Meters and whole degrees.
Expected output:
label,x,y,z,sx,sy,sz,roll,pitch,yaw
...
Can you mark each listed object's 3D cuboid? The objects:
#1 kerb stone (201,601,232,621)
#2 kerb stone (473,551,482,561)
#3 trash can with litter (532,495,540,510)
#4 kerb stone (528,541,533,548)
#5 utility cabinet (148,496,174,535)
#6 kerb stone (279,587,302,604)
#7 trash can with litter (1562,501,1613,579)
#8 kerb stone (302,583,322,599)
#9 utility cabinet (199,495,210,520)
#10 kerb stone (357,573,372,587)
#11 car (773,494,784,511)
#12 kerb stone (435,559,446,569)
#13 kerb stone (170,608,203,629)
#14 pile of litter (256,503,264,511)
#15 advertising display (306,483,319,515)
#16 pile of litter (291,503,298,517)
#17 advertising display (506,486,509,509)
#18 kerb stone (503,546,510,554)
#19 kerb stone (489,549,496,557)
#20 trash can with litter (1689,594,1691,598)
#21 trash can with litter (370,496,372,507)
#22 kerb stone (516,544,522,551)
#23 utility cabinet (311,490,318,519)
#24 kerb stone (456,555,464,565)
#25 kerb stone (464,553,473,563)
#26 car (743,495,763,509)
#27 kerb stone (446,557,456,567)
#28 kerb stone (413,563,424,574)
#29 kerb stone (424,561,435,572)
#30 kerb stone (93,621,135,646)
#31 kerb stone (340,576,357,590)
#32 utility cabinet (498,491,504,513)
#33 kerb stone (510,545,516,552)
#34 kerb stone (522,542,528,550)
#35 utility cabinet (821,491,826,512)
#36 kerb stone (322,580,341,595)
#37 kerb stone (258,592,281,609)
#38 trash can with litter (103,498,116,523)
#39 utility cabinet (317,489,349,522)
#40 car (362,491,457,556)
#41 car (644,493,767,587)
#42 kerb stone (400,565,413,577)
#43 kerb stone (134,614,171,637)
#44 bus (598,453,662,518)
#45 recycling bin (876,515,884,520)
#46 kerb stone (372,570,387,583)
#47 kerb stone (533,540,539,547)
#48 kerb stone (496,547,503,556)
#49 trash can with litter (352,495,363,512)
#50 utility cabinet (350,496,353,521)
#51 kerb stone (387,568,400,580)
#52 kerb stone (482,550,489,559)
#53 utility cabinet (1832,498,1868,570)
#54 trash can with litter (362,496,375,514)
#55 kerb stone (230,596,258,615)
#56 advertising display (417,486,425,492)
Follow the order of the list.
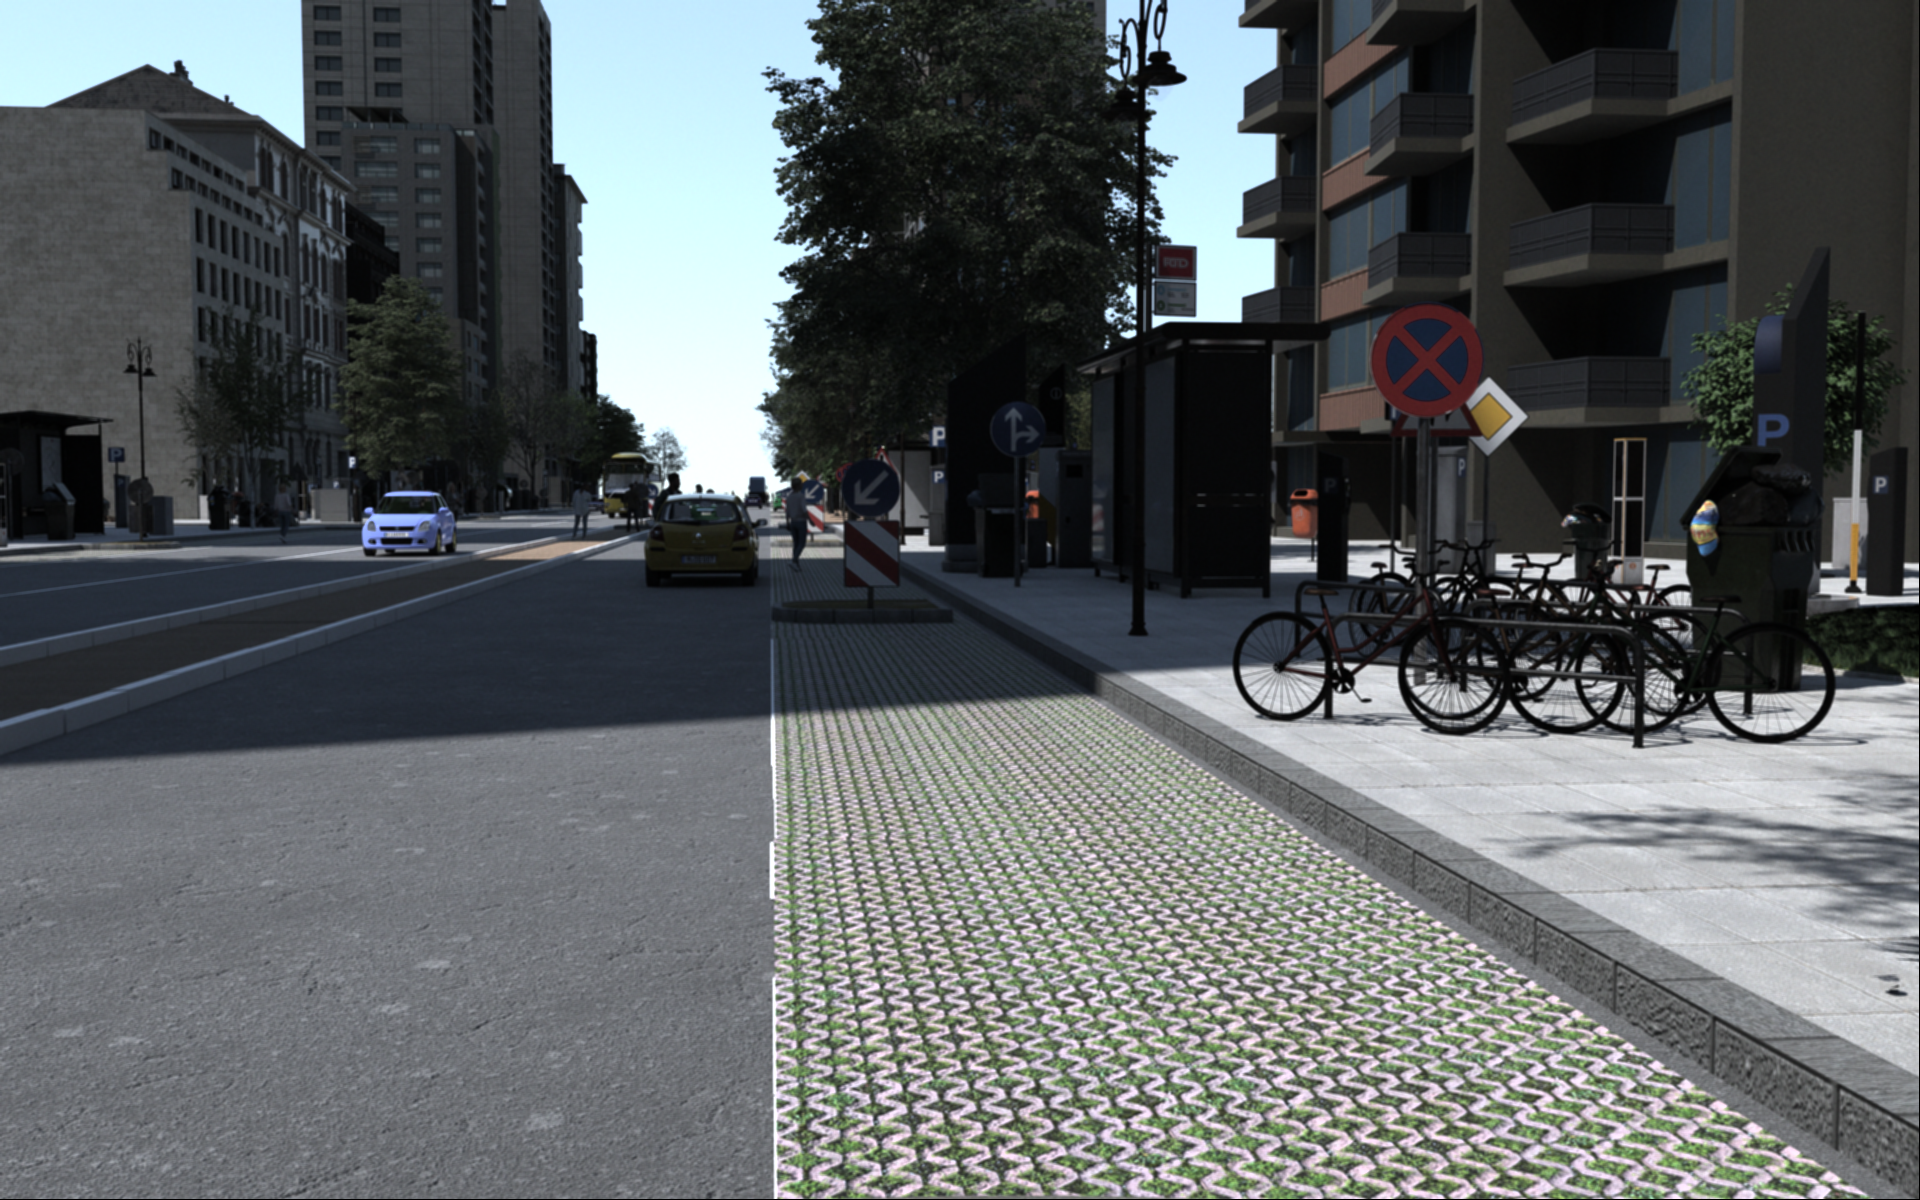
label,x,y,z,sx,sy,sz,roll,pitch,yaw
kerb stone,-8.561,0.152,19.772,0.120,0.150,1.000,0,4,-6
kerb stone,-10.451,-0.911,37.112,0.120,0.150,1.000,0,4,-6
trash can with litter,-35.556,-8.151,144.655,0.624,1.170,1.055,-1,4,-19
kerb stone,-11.349,-1.412,45.285,0.120,0.150,1.000,0,4,-6
utility cabinet,-25.009,-2.633,54.209,1.020,1.237,0.306,3,4,37
kerb stone,-8.904,-0.039,22.825,0.120,0.150,1.000,0,4,-6
trash can with litter,9.647,-0.905,26.182,1.055,1.170,0.624,-3,4,-36
kerb stone,-9.010,-0.101,23.842,0.120,0.150,1.000,0,4,-6
utility cabinet,-37.652,-4.612,86.563,1.020,1.237,0.306,3,5,45
kerb stone,-9.347,-0.285,26.896,0.120,0.150,1.000,0,4,-6
car,-14.552,-8.246,143.614,1.959,1.807,4.718,0,4,-5
kerb stone,-10.010,-0.663,33.036,0.120,0.150,1.000,0,4,-6
kerb stone,-8.451,0.213,18.748,0.120,0.150,1.000,0,4,-6
pile of litter,-35.798,-4.555,88.444,1.719,0.858,1.176,1,4,20
advertising display,-39.502,-6.144,105.662,0.123,1.923,0.974,1,4,20
pile of litter,-36.725,-5.002,95.755,1.176,0.858,1.719,-1,4,-12
advertising display,-34.731,-7.797,132.696,0.123,1.923,0.974,-2,4,-27
kerb stone,-10.908,-1.159,41.202,0.120,0.150,1.000,0,4,-6
kerb stone,-10.686,-1.037,39.156,0.120,0.150,1.000,0,4,-6
trash can with litter,9.842,-0.638,21.486,1.678,1.210,2.233,0,4,-1
trash can with litter,-42.034,-6.974,125.084,2.233,1.210,1.678,1,4,14
kerb stone,-11.124,-1.286,43.238,0.120,0.150,1.000,0,4,-6
utility cabinet,-32.641,-4.835,87.731,0.318,1.500,1.173,-2,4,-29
kerb stone,-10.240,-0.788,35.074,0.120,0.150,1.000,0,4,-6
kerb stone,-10.349,-0.850,36.090,0.120,0.150,1.000,0,4,-6
car,-20.107,-9.514,168.129,1.945,1.354,3.894,0,4,-8
kerb stone,-10.119,-0.723,34.058,0.120,0.150,1.000,0,4,-6
kerb stone,-9.791,-0.537,30.983,0.120,0.150,1.000,0,4,-6
kerb stone,-9.906,-0.600,32.002,0.120,0.150,1.000,0,4,-6
kerb stone,-8.226,0.336,16.705,0.120,0.150,1.000,0,4,-6
kerb stone,-9.232,-0.225,25.880,0.120,0.150,1.000,0,4,-6
utility cabinet,-31.302,-6.691,118.083,0.318,1.500,1.173,-1,4,-13
kerb stone,-11.022,-1.225,42.218,0.120,0.150,1.000,0,4,-6
kerb stone,-11.241,-1.343,44.254,0.120,0.150,1.000,0,4,-6
utility cabinet,-9.625,-6.931,122.005,0.318,1.500,1.173,-1,4,-9
kerb stone,-9.115,-0.163,24.862,0.120,0.150,1.000,0,4,-6
kerb stone,-8.784,0.024,21.809,0.120,0.150,1.000,0,4,-6
trash can with litter,-38.387,-4.074,78.004,1.055,1.170,0.624,1,4,18
utility cabinet,-28.312,-4.262,78.363,1.173,1.500,0.318,-1,4,-17
car,-13.068,-1.932,41.185,1.945,1.707,3.694,0,4,-8
car,-4.173,-1.107,28.329,2.015,1.641,3.980,0,4,-6
kerb stone,-9.674,-0.475,29.966,0.120,0.150,1.000,0,4,-6
kerb stone,-8.339,0.274,17.722,0.120,0.150,1.000,0,4,-6
bus,-20.174,-7.062,107.017,2.896,3.916,12.252,0,4,-5
recycling bin,-4.160,-4.512,86.329,0.722,1.027,0.722,-1,4,-12
kerb stone,-9.449,-0.350,27.914,0.120,0.150,1.000,0,4,-6
kerb stone,-11.459,-1.475,46.318,0.120,0.150,1.000,0,4,-6
kerb stone,-10.796,-1.099,40.172,0.120,0.150,1.000,0,4,-6
trash can with litter,-36.241,-5.621,102.956,1.678,1.210,2.233,-1,4,-12
utility cabinet,-29.030,-4.348,82.250,0.306,1.237,1.020,-1,4,-15
kerb stone,-9.569,-0.410,28.940,0.120,0.150,1.000,0,4,-6
kerb stone,-10.568,-0.974,38.133,0.120,0.150,1.000,0,4,-6
utility cabinet,15.317,-1.121,29.488,0.306,1.237,1.020,-1,4,-9
trash can with litter,-38.155,-6.153,111.992,0.624,1.170,1.055,3,5,40
kerb stone,-8.675,0.086,20.793,0.120,0.150,1.000,0,4,-6
advertising display,-46.857,-8.860,150.069,0.974,1.923,0.123,-2,4,-35
